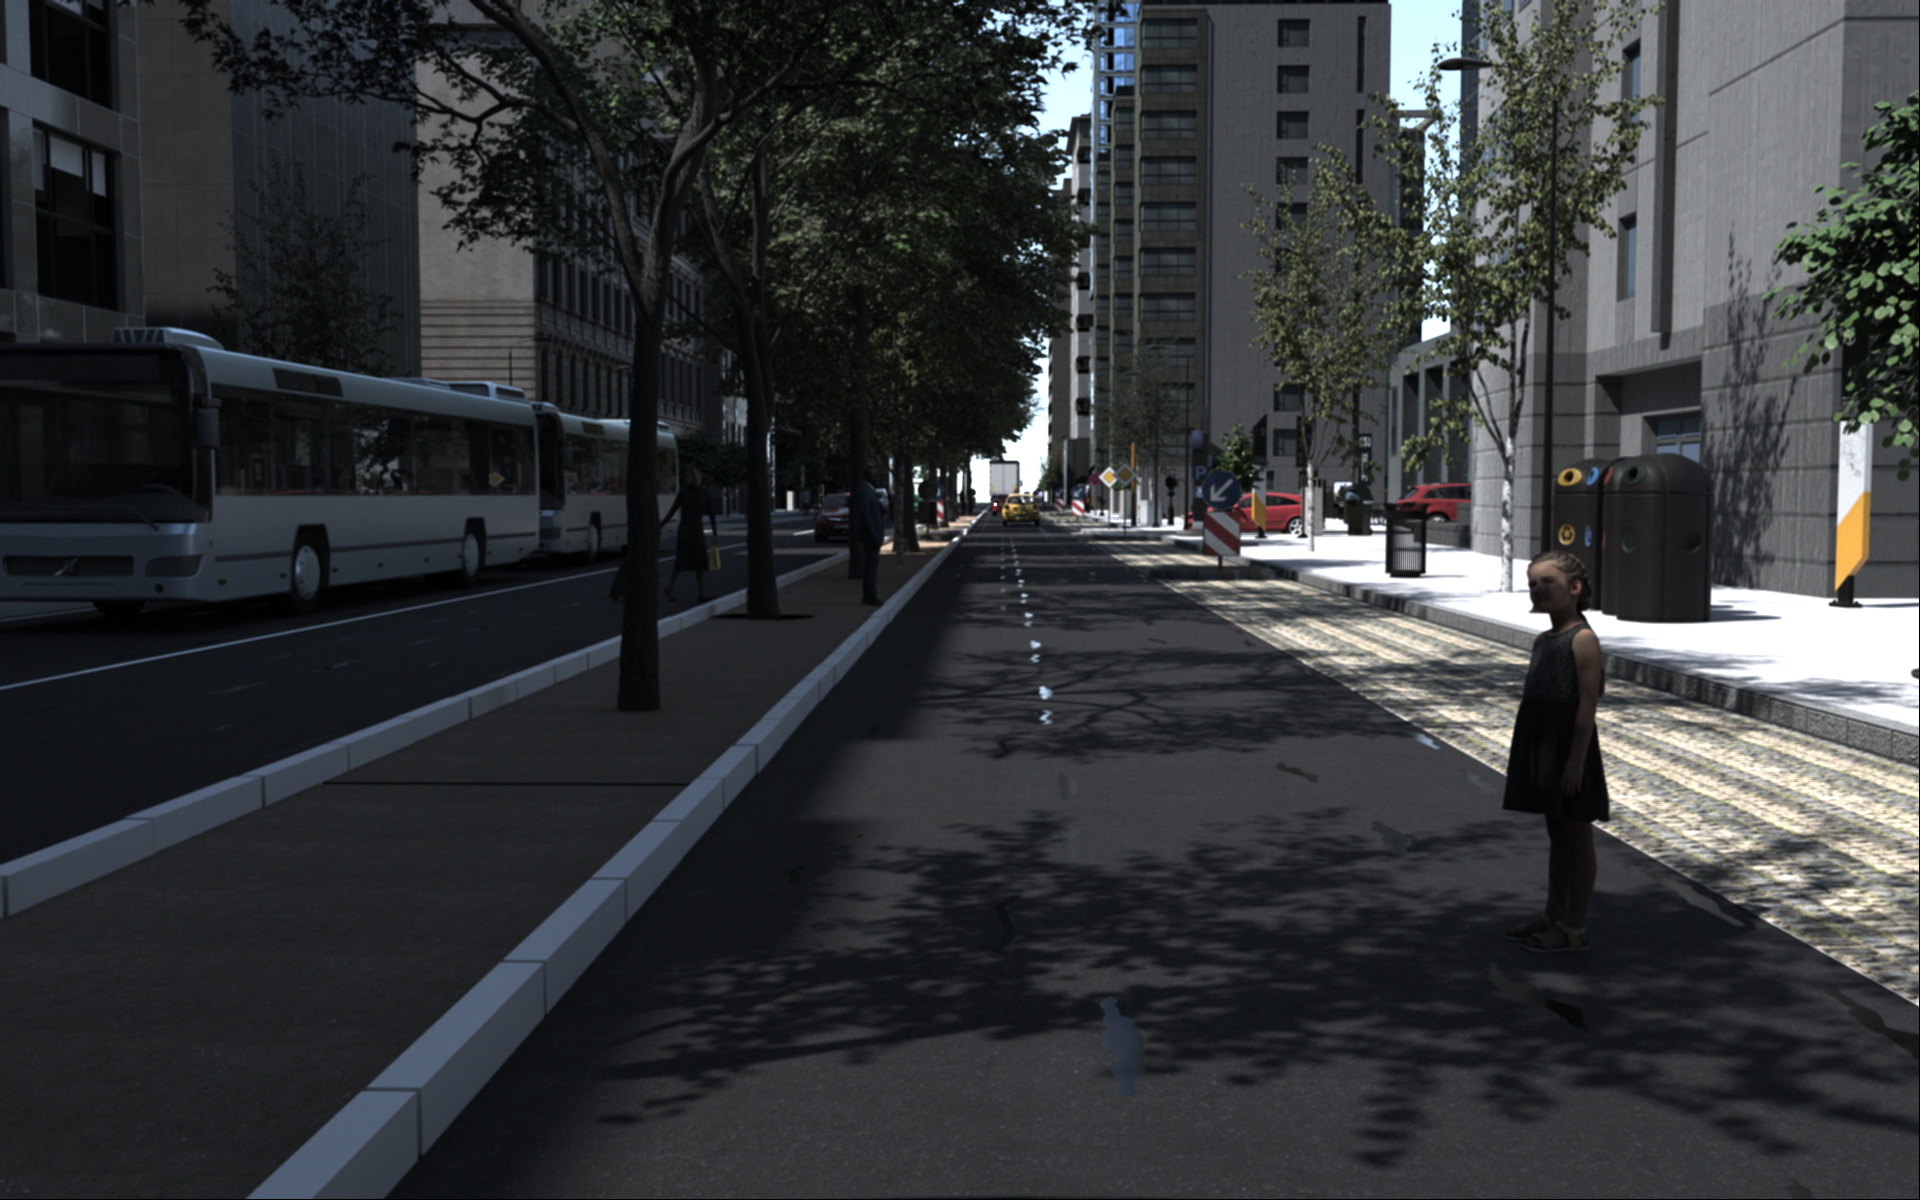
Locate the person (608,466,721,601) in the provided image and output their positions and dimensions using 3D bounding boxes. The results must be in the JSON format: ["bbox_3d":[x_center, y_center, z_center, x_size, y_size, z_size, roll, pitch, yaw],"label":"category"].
[{"bbox_3d":[-3.926,-0.892,23.303,1.509,1.804,0.699,2,4,26],"label":"person"}]

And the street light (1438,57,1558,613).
[{"bbox_3d":[5.792,-2.817,18.593,1.470,5.913,1.316,0,4,1],"label":"street light"}]

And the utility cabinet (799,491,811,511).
[{"bbox_3d":[-11.320,-7.191,126.257,0.318,1.500,1.173,2,4,25],"label":"utility cabinet"}]

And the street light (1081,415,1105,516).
[{"bbox_3d":[7.822,-7.905,101.791,1.470,5.913,1.316,0,4,1],"label":"street light"}]

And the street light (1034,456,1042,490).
[{"bbox_3d":[10.715,-15.417,224.611,1.470,5.913,1.316,0,4,1],"label":"street light"}]

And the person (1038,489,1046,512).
[{"bbox_3d":[6.723,-8.154,141.686,0.709,1.838,0.599,2,4,31],"label":"person"}]

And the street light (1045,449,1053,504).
[{"bbox_3d":[9.600,-12.535,177.491,1.470,5.913,1.316,0,4,1],"label":"street light"}]

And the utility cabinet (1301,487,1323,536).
[{"bbox_3d":[10.853,-2.730,53.312,0.318,1.500,1.173,0,4,-7],"label":"utility cabinet"}]

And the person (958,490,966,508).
[{"bbox_3d":[0.119,-10.442,179.328,1.348,1.812,0.705,-1,4,-20],"label":"person"}]

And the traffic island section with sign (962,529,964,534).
[{"bbox_3d":[-0.868,-3.305,62.167,2.006,1.907,1.989,0,4,1],"label":"traffic island section with sign"}]

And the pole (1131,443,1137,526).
[{"bbox_3d":[6.979,-4.624,69.449,0.158,3.312,0.155,0,3,0],"label":"pole"}]

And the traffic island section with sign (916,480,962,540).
[{"bbox_3d":[-1.056,-2.852,54.762,2.006,1.907,1.989,0,4,1],"label":"traffic island section with sign"}]

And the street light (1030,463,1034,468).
[{"bbox_3d":[11.729,-17.634,260.848,1.470,5.913,1.316,0,4,1],"label":"street light"}]

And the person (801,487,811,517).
[{"bbox_3d":[-9.512,-6.054,107.324,0.795,1.843,0.661,3,5,42],"label":"person"}]

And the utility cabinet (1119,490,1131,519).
[{"bbox_3d":[8.372,-4.804,87.232,0.318,1.500,1.173,2,4,28],"label":"utility cabinet"}]

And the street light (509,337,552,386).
[{"bbox_3d":[-12.797,-4.830,51.505,1.470,5.913,1.316,0,4,1],"label":"street light"}]

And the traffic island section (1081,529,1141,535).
[{"bbox_3d":[5.387,-2.451,62.355,2.009,0.180,2.903,0,4,1],"label":"traffic island section"}]

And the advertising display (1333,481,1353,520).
[{"bbox_3d":[19.000,-4.936,85.921,0.974,1.923,0.123,1,4,22],"label":"advertising display"}]

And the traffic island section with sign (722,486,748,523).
[{"bbox_3d":[-10.603,-4.699,85.456,1.989,1.847,2.006,0,4,1],"label":"traffic island section with sign"}]

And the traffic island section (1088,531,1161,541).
[{"bbox_3d":[5.194,-1.963,54.373,2.009,0.180,2.903,0,4,1],"label":"traffic island section"}]

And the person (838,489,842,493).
[{"bbox_3d":[-7.425,-5.914,105.557,0.716,1.782,0.532,-1,4,-22],"label":"person"}]

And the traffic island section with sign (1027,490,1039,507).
[{"bbox_3d":[7.455,-9.352,161.529,1.989,1.847,2.006,0,4,1],"label":"traffic island section with sign"}]

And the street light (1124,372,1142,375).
[{"bbox_3d":[6.954,-5.721,66.071,1.470,5.913,1.316,0,4,1],"label":"street light"}]

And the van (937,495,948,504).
[{"bbox_3d":[-2.719,-15.376,258.412,2.013,2.044,4.112,0,4,2],"label":"van"}]

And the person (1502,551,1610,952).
[{"bbox_3d":[1.874,0.471,5.464,0.373,1.253,0.362,0,4,-7],"label":"person"}]

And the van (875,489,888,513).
[{"bbox_3d":[-6.417,-7.587,131.057,2.013,2.044,4.112,0,4,3],"label":"van"}]

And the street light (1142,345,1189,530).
[{"bbox_3d":[6.566,-4.995,54.212,1.470,5.913,1.316,0,4,1],"label":"street light"}]

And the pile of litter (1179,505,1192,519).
[{"bbox_3d":[12.073,-4.680,90.483,1.176,0.858,1.719,0,4,-7],"label":"pile of litter"}]

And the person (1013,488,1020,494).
[{"bbox_3d":[3.943,-6.812,119.843,0.580,1.828,0.573,2,4,25],"label":"person"}]

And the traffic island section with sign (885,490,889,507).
[{"bbox_3d":[-8.080,-11.077,189.737,1.989,1.847,2.006,0,4,1],"label":"traffic island section with sign"}]

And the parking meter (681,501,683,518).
[{"bbox_3d":[-13.320,-4.611,83.806,0.372,1.533,0.369,0,3,0],"label":"parking meter"}]

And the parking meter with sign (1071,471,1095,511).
[{"bbox_3d":[9.320,-8.263,131.364,1.738,3.016,0.543,0,4,1],"label":"parking meter with sign"}]

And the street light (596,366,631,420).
[{"bbox_3d":[-12.624,-5.530,62.957,1.470,5.913,1.316,0,4,1],"label":"street light"}]

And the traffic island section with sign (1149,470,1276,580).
[{"bbox_3d":[4.275,-1.288,29.682,1.989,1.847,2.006,0,4,1],"label":"traffic island section with sign"}]

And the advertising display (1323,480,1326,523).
[{"bbox_3d":[16.293,-4.419,77.463,0.123,1.923,0.974,1,4,12],"label":"advertising display"}]

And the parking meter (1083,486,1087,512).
[{"bbox_3d":[9.106,-7.317,125.343,0.399,1.863,0.255,-2,4,-25],"label":"parking meter"}]

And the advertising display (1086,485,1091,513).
[{"bbox_3d":[8.700,-6.865,117.449,0.123,1.923,0.974,-1,4,-11],"label":"advertising display"}]

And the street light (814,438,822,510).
[{"bbox_3d":[-10.737,-10.209,139.458,1.470,5.913,1.316,0,4,1],"label":"street light"}]

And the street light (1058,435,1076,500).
[{"bbox_3d":[8.723,-10.341,141.621,1.470,5.913,1.316,0,4,1],"label":"street light"}]

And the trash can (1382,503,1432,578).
[{"bbox_3d":[6.874,-0.920,26.692,0.748,1.137,0.748,0,3,0],"label":"trash can"}]

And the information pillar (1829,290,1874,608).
[{"bbox_3d":[10.067,-1.720,19.484,0.183,3.616,0.504,0,4,-6],"label":"information pillar"}]

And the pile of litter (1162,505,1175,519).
[{"bbox_3d":[10.474,-4.598,89.142,1.176,0.858,1.719,1,4,9],"label":"pile of litter"}]

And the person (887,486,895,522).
[{"bbox_3d":[-3.426,-4.867,87.880,0.655,1.846,0.447,2,4,26],"label":"person"}]

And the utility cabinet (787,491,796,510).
[{"bbox_3d":[-13.144,-7.751,135.401,0.318,1.500,1.173,-2,4,-28],"label":"utility cabinet"}]

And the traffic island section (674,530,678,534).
[{"bbox_3d":[-11.150,-2.476,62.758,2.009,0.180,2.903,0,4,1],"label":"traffic island section"}]

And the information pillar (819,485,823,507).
[{"bbox_3d":[-10.951,-8.085,136.681,0.304,2.012,0.304,0,4,1],"label":"information pillar"}]

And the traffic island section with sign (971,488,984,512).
[{"bbox_3d":[0.938,-7.899,137.283,2.006,1.907,1.989,0,4,1],"label":"traffic island section with sign"}]

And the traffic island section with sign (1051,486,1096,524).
[{"bbox_3d":[5.607,-4.640,84.498,1.989,1.847,2.006,0,4,1],"label":"traffic island section with sign"}]

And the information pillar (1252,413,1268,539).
[{"bbox_3d":[8.612,-3.572,49.761,0.504,3.616,0.183,-2,4,-34],"label":"information pillar"}]

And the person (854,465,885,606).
[{"bbox_3d":[-1.152,-0.832,22.292,0.419,1.800,0.721,0,4,-5],"label":"person"}]

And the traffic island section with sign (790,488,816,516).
[{"bbox_3d":[-9.957,-6.347,112.403,1.989,1.847,2.006,0,4,1],"label":"traffic island section with sign"}]

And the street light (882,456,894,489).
[{"bbox_3d":[-8.943,-14.622,211.618,1.470,5.913,1.316,0,4,1],"label":"street light"}]

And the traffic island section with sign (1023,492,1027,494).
[{"bbox_3d":[8.134,-11.052,189.330,1.989,1.847,2.006,0,4,1],"label":"traffic island section with sign"}]

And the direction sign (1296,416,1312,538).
[{"bbox_3d":[10.041,-3.583,50.573,0.379,3.537,0.876,3,5,41],"label":"direction sign"}]

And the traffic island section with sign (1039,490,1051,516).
[{"bbox_3d":[6.250,-6.289,111.445,1.989,1.847,2.006,0,4,1],"label":"traffic island section with sign"}]
